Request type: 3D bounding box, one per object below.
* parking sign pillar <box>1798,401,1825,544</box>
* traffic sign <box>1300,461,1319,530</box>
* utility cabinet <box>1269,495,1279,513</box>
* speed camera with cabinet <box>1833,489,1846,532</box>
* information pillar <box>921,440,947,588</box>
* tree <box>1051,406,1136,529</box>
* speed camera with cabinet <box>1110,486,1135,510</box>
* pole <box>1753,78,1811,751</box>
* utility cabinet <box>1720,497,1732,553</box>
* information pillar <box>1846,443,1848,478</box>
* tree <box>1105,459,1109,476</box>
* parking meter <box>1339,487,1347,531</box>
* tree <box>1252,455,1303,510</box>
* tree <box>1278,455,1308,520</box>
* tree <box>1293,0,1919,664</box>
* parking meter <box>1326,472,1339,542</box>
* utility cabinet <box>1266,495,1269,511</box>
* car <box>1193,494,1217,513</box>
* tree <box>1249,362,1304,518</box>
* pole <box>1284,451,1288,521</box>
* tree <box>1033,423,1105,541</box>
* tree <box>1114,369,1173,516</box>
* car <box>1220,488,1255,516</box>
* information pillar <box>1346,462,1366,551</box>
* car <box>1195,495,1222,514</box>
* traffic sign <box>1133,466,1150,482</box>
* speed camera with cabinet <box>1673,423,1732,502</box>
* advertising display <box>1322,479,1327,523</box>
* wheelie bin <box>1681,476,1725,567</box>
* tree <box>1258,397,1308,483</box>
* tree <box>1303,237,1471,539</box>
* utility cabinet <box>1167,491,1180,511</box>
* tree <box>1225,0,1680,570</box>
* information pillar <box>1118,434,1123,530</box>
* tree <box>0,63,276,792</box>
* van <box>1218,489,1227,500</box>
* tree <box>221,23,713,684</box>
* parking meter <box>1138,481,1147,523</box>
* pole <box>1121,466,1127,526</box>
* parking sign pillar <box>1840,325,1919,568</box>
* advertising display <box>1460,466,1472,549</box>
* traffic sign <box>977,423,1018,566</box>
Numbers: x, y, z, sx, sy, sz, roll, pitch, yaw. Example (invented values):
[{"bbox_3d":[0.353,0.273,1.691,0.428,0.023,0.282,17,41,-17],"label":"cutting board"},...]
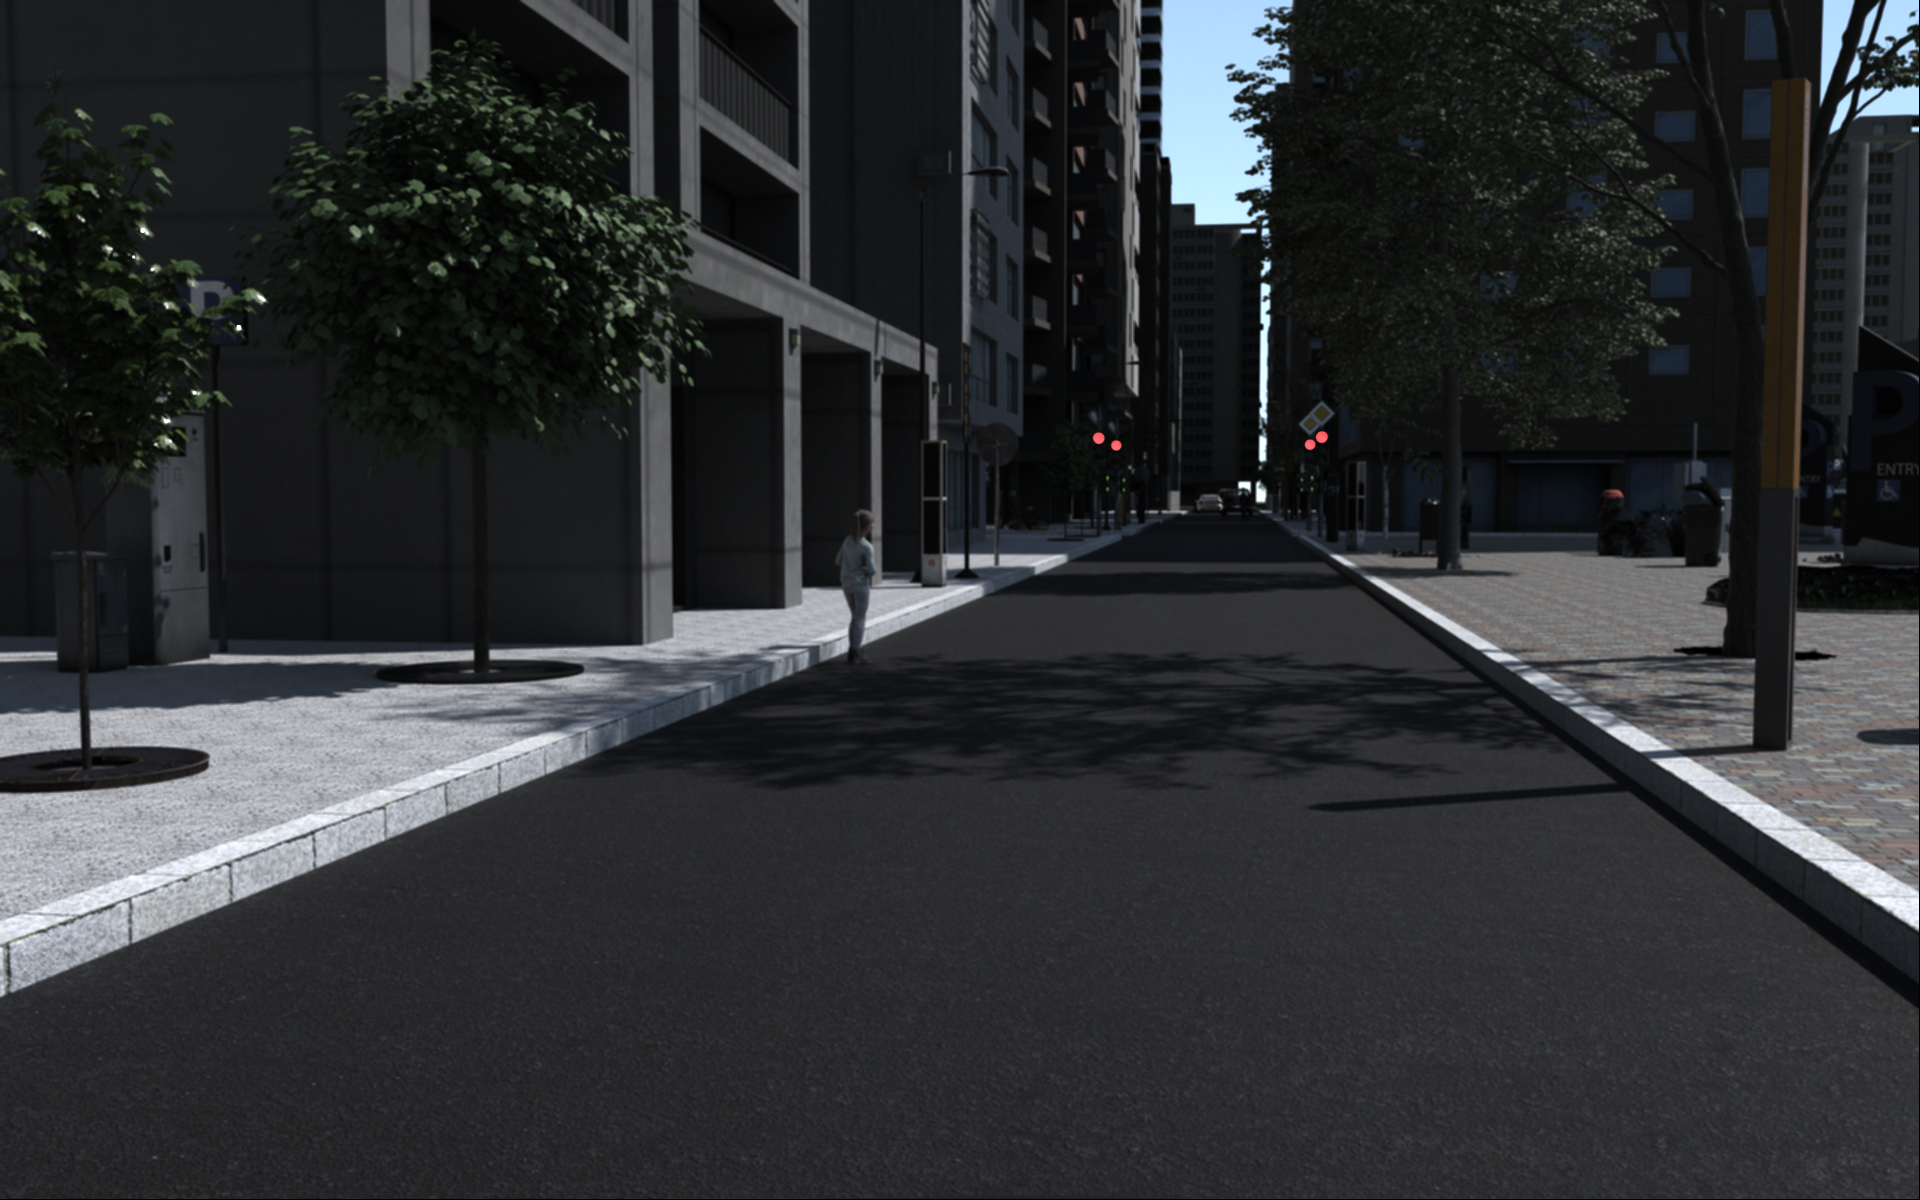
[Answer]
[{"bbox_3d":[21.981,-3.457,44.988,1.447,3.967,1.447,-2,4,-35],"label":"parking sign pillar"},{"bbox_3d":[12.402,-3.738,61.220,0.768,2.556,0.104,1,4,10],"label":"traffic sign"},{"bbox_3d":[21.480,-6.529,117.912,0.306,1.237,1.020,1,4,20],"label":"utility cabinet"},{"bbox_3d":[29.867,-3.885,57.863,2.038,3.252,0.660,1,4,14],"label":"speed camera with cabinet"},{"bbox_3d":[-0.358,-1.185,23.870,0.304,2.012,0.304,1,4,13],"label":"information pillar"},{"bbox_3d":[5.014,-4.959,64.793,4.285,4.588,4.351,0,3,0],"label":"tree"},{"bbox_3d":[12.667,-8.664,135.986,2.038,3.252,0.660,1,4,19],"label":"speed camera with cabinet"},{"bbox_3d":[4.113,-0.907,8.665,0.158,3.312,0.155,0,3,0],"label":"pole"},{"bbox_3d":[16.440,-1.623,37.698,1.020,1.237,0.306,-1,4,-20],"label":"utility cabinet"},{"bbox_3d":[31.305,-4.240,60.675,0.183,3.616,0.504,-2,4,-26],"label":"information pillar"},{"bbox_3d":[3.694,-3.481,51.513,1.663,3.219,1.824,0,3,0],"label":"tree"},{"bbox_3d":[13.277,-3.144,59.811,0.372,1.533,0.369,0,3,0],"label":"parking meter"},{"bbox_3d":[25.596,-9.662,141.692,4.285,4.588,4.351,0,3,0],"label":"tree"},{"bbox_3d":[16.496,-5.528,84.984,1.663,3.219,1.824,0,3,0],"label":"tree"},{"bbox_3d":[6.358,-5.366,13.492,9.928,11.665,9.643,0,3,0],"label":"tree"},{"bbox_3d":[9.962,-2.482,46.291,0.255,1.863,0.399,2,4,26],"label":"parking meter"},{"bbox_3d":[23.463,-7.328,130.982,0.306,1.237,1.020,-1,4,-9],"label":"utility cabinet"},{"bbox_3d":[18.775,-7.493,132.302,2.009,1.686,4.222,1,4,10],"label":"car"},{"bbox_3d":[18.209,-8.816,94.496,4.737,8.622,4.395,0,3,0],"label":"tree"},{"bbox_3d":[15.523,-5.416,82.391,0.158,3.312,0.155,0,3,0],"label":"pole"},{"bbox_3d":[2.926,-3.234,47.471,1.663,3.219,1.824,0,3,0],"label":"tree"},{"bbox_3d":[10.613,-9.352,103.271,4.360,8.622,3.978,0,3,0],"label":"tree"},{"bbox_3d":[18.403,-6.492,114.821,2.281,1.827,5.304,1,4,10],"label":"car"},{"bbox_3d":[8.975,-2.127,39.267,0.304,2.012,0.304,-3,5,-39],"label":"information pillar"},{"bbox_3d":[18.148,-6.941,125.845,2.083,1.381,4.827,0,4,8],"label":"car"},{"bbox_3d":[8.322,-4.849,79.392,0.768,2.556,0.104,1,4,10],"label":"traffic sign"},{"bbox_3d":[21.046,-3.313,48.501,2.038,3.252,0.660,-1,4,-12],"label":"speed camera with cabinet"},{"bbox_3d":[16.145,-4.316,75.781,0.974,1.923,0.123,-3,5,-40],"label":"advertising display"},{"bbox_3d":[13.197,-1.399,30.787,0.693,1.594,0.980,2,4,28],"label":"wheelie bin"},{"bbox_3d":[24.377,-10.945,129.305,4.360,8.622,3.978,0,3,0],"label":"tree"},{"bbox_3d":[12.050,-6.006,48.555,4.737,8.622,4.395,0,3,0],"label":"tree"},{"bbox_3d":[15.696,-7.256,127.322,0.318,1.500,1.173,3,5,42],"label":"utility cabinet"},{"bbox_3d":[7.990,-6.808,29.435,7.486,12.596,7.792,0,3,0],"label":"tree"},{"bbox_3d":[5.700,-4.317,61.931,0.183,3.616,0.504,1,4,21],"label":"information pillar"},{"bbox_3d":[-4.076,-0.818,7.974,1.663,3.219,1.824,0,3,0],"label":"tree"},{"bbox_3d":[22.015,-8.323,143.096,2.013,2.044,4.112,0,4,8],"label":"van"},{"bbox_3d":[-3.505,-1.745,12.246,4.285,4.588,4.351,0,3,0],"label":"tree"},{"bbox_3d":[7.947,-4.281,75.704,0.255,1.863,0.399,0,4,-5],"label":"parking meter"},{"bbox_3d":[6.552,-4.604,69.118,0.158,3.312,0.155,0,3,0],"label":"pole"},{"bbox_3d":[14.690,-2.369,27.200,1.447,3.967,1.447,-3,4,-38],"label":"parking sign pillar"},{"bbox_3d":[11.813,-2.173,40.746,0.123,1.923,0.974,0,4,-3],"label":"advertising display"},{"bbox_3d":[0.657,-1.883,30.891,0.768,2.556,0.104,1,4,16],"label":"traffic sign"}]
